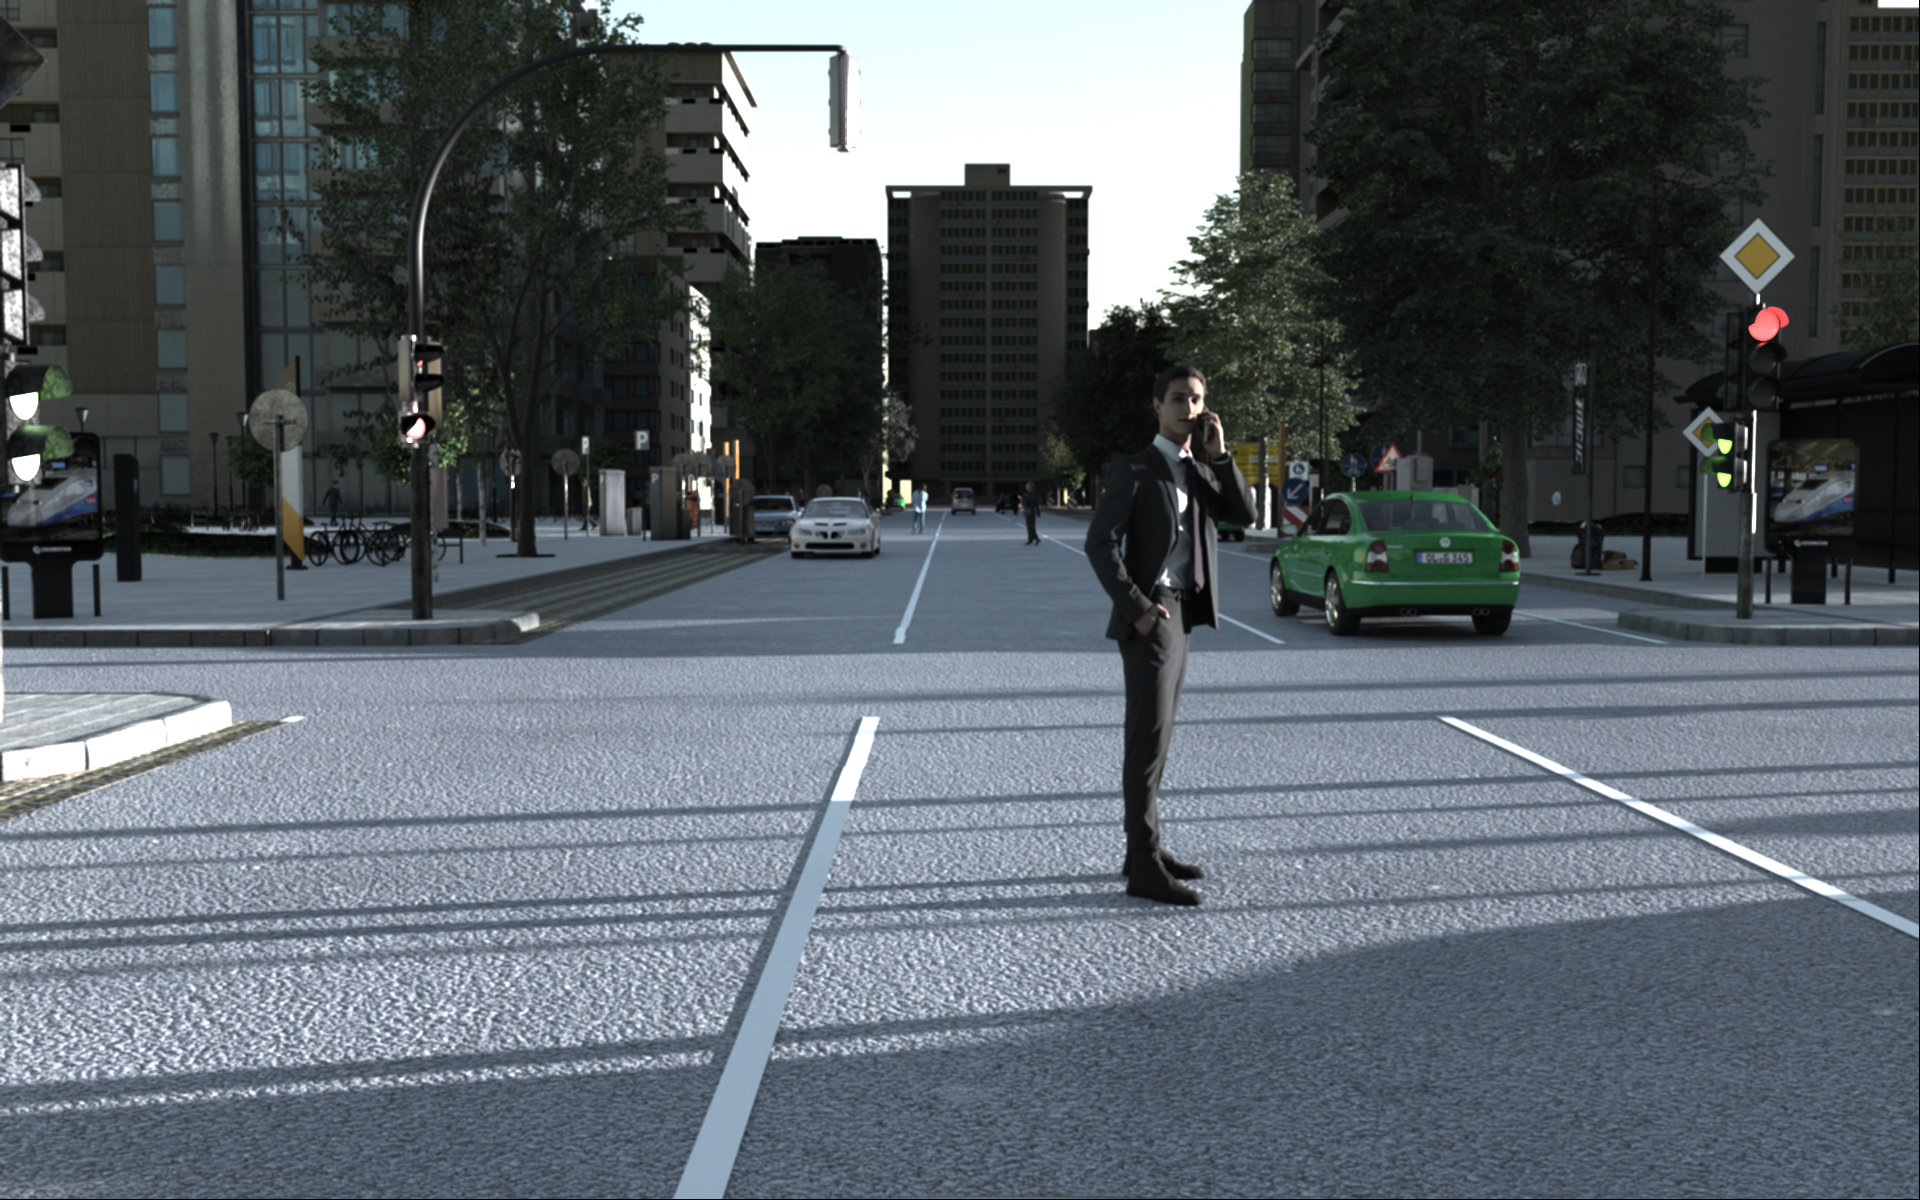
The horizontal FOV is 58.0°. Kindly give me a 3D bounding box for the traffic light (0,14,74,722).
[{"bbox_3d":[-5.460,-1.269,9.664,0.839,4.253,0.868,0,4,0],"label":"traffic light"}]

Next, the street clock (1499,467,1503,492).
[{"bbox_3d":[13.312,-2.288,41.976,0.471,2.002,0.358,1,4,22],"label":"street clock"}]

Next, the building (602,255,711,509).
[{"bbox_3d":[-36.751,-18.130,141.462,28.899,21.520,27.650,0,4,0],"label":"building"}]

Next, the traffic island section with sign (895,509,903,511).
[{"bbox_3d":[-5.815,-8.449,146.761,1.989,1.847,2.006,0,4,0],"label":"traffic island section with sign"}]

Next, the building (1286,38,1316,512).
[{"bbox_3d":[39.168,-26.647,127.556,32.217,40.220,23.993,0,4,0],"label":"building"}]

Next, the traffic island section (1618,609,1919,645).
[{"bbox_3d":[8.104,0.271,17.842,2.009,0.180,2.903,0,4,0],"label":"traffic island section"}]

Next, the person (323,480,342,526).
[{"bbox_3d":[-25.025,-3.885,69.335,0.659,1.850,0.755,1,4,19],"label":"person"}]

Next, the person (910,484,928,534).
[{"bbox_3d":[-1.483,-3.279,62.383,0.793,1.790,0.793,-3,5,-40],"label":"person"}]

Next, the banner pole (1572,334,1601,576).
[{"bbox_3d":[9.904,-2.292,27.499,0.401,3.779,0.863,0,4,-7],"label":"banner pole"}]

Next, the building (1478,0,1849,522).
[{"bbox_3d":[33.488,-24.583,85.531,14.154,41.232,14.086,0,4,0],"label":"building"}]

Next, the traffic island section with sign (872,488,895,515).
[{"bbox_3d":[-5.692,-6.795,119.727,1.989,1.847,2.006,0,4,0],"label":"traffic island section with sign"}]

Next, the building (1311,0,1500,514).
[{"bbox_3d":[34.217,-29.407,104.510,21.300,48.544,21.600,0,4,0],"label":"building"}]

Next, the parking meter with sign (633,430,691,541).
[{"bbox_3d":[-8.200,-3.166,48.029,0.543,3.016,1.738,2,4,32],"label":"parking meter with sign"}]

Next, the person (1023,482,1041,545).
[{"bbox_3d":[2.048,-2.444,48.885,0.534,1.772,0.576,1,4,8],"label":"person"}]

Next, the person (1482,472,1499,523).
[{"bbox_3d":[13.434,-2.325,43.862,0.447,1.846,0.655,0,4,5],"label":"person"}]

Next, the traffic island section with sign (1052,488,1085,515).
[{"bbox_3d":[7.629,-6.810,119.973,1.989,1.847,2.006,0,4,0],"label":"traffic island section with sign"}]

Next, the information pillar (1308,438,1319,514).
[{"bbox_3d":[14.765,-4.935,72.042,0.504,3.616,0.183,1,4,22],"label":"information pillar"}]

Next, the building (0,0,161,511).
[{"bbox_3d":[-64.948,-33.712,140.430,27.495,52.752,28.713,0,4,0],"label":"building"}]

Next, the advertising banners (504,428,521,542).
[{"bbox_3d":[-11.968,-3.081,46.566,0.090,3.025,2.074,0,4,1],"label":"advertising banners"}]

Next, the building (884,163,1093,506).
[{"bbox_3d":[3.180,-31.458,206.226,23.993,40.220,32.217,0,4,0],"label":"building"}]

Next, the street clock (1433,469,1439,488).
[{"bbox_3d":[13.583,-2.785,50.103,0.471,2.002,0.358,-1,4,-12],"label":"street clock"}]

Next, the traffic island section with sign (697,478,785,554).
[{"bbox_3d":[-5.329,-2.065,42.388,1.989,1.847,2.006,0,4,0],"label":"traffic island section with sign"}]

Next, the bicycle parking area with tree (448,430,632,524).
[{"bbox_3d":[-18.878,-5.594,78.464,8.231,4.147,9.016,-3,4,-38],"label":"bicycle parking area with tree"}]

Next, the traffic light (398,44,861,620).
[{"bbox_3d":[-3.406,-2.632,17.693,4.771,5.953,1.251,0,4,0],"label":"traffic light"}]

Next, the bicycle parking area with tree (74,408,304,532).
[{"bbox_3d":[-27.296,-4.435,59.517,8.231,4.147,9.016,-2,4,-27],"label":"bicycle parking area with tree"}]

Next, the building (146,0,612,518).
[{"bbox_3d":[-34.435,-29.823,107.216,23.786,49.044,30.456,0,4,0],"label":"building"}]

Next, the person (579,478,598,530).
[{"bbox_3d":[-13.334,-3.422,61.904,0.656,1.842,0.836,3,5,42],"label":"person"}]

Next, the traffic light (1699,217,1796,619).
[{"bbox_3d":[8.064,-1.762,17.728,0.839,4.253,0.868,0,4,0],"label":"traffic light"}]

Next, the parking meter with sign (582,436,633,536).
[{"bbox_3d":[-10.599,-3.461,52.849,1.738,3.016,0.543,-3,4,-36],"label":"parking meter with sign"}]

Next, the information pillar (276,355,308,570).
[{"bbox_3d":[-11.365,-2.328,29.414,0.504,3.616,0.183,2,4,27],"label":"information pillar"}]

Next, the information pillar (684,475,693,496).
[{"bbox_3d":[-10.175,-3.685,64.748,0.304,2.012,0.304,1,4,17],"label":"information pillar"}]

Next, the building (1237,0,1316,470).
[{"bbox_3d":[30.577,-28.333,146.846,14.154,41.232,14.086,0,4,0],"label":"building"}]

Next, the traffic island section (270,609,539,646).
[{"bbox_3d":[-5.537,0.275,17.783,2.009,0.180,2.903,0,4,0],"label":"traffic island section"}]

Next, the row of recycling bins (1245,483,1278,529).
[{"bbox_3d":[10.921,-3.542,65.029,3.534,1.692,1.069,-3,5,-45],"label":"row of recycling bins"}]

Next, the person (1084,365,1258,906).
[{"bbox_3d":[0.790,0.093,6.341,0.474,1.900,0.648,2,4,32],"label":"person"}]

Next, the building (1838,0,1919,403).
[{"bbox_3d":[68.287,-27.361,139.240,23.993,40.220,32.217,0,4,0],"label":"building"}]

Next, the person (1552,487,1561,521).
[{"bbox_3d":[26.848,-4.282,77.858,0.330,1.601,0.589,0,4,-6],"label":"person"}]

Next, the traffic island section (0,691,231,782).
[{"bbox_3d":[-5.500,0.763,9.798,2.009,0.180,2.903,0,4,0],"label":"traffic island section"}]

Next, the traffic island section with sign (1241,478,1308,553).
[{"bbox_3d":[7.992,-2.083,42.690,1.989,1.847,2.006,0,4,0],"label":"traffic island section with sign"}]

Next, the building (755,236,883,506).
[{"bbox_3d":[-15.921,-26.009,196.940,14.107,30.474,14.160,0,4,0],"label":"building"}]

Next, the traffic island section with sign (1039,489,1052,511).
[{"bbox_3d":[7.504,-8.459,146.928,1.989,1.847,2.006,0,4,0],"label":"traffic island section with sign"}]

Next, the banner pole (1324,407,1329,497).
[{"bbox_3d":[10.655,-3.688,50.318,0.401,3.779,0.863,1,4,17],"label":"banner pole"}]

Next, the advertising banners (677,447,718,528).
[{"bbox_3d":[-10.045,-4.233,65.393,2.074,3.025,0.090,1,4,20],"label":"advertising banners"}]

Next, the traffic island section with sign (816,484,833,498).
[{"bbox_3d":[-5.467,-3.786,70.530,1.989,1.847,2.006,0,4,0],"label":"traffic island section with sign"}]

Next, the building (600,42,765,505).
[{"bbox_3d":[-36.759,-37.607,204.117,27.495,52.752,28.713,0,4,0],"label":"building"}]

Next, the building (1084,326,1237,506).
[{"bbox_3d":[29.639,-21.963,204.141,28.899,21.520,27.650,0,4,0],"label":"building"}]
